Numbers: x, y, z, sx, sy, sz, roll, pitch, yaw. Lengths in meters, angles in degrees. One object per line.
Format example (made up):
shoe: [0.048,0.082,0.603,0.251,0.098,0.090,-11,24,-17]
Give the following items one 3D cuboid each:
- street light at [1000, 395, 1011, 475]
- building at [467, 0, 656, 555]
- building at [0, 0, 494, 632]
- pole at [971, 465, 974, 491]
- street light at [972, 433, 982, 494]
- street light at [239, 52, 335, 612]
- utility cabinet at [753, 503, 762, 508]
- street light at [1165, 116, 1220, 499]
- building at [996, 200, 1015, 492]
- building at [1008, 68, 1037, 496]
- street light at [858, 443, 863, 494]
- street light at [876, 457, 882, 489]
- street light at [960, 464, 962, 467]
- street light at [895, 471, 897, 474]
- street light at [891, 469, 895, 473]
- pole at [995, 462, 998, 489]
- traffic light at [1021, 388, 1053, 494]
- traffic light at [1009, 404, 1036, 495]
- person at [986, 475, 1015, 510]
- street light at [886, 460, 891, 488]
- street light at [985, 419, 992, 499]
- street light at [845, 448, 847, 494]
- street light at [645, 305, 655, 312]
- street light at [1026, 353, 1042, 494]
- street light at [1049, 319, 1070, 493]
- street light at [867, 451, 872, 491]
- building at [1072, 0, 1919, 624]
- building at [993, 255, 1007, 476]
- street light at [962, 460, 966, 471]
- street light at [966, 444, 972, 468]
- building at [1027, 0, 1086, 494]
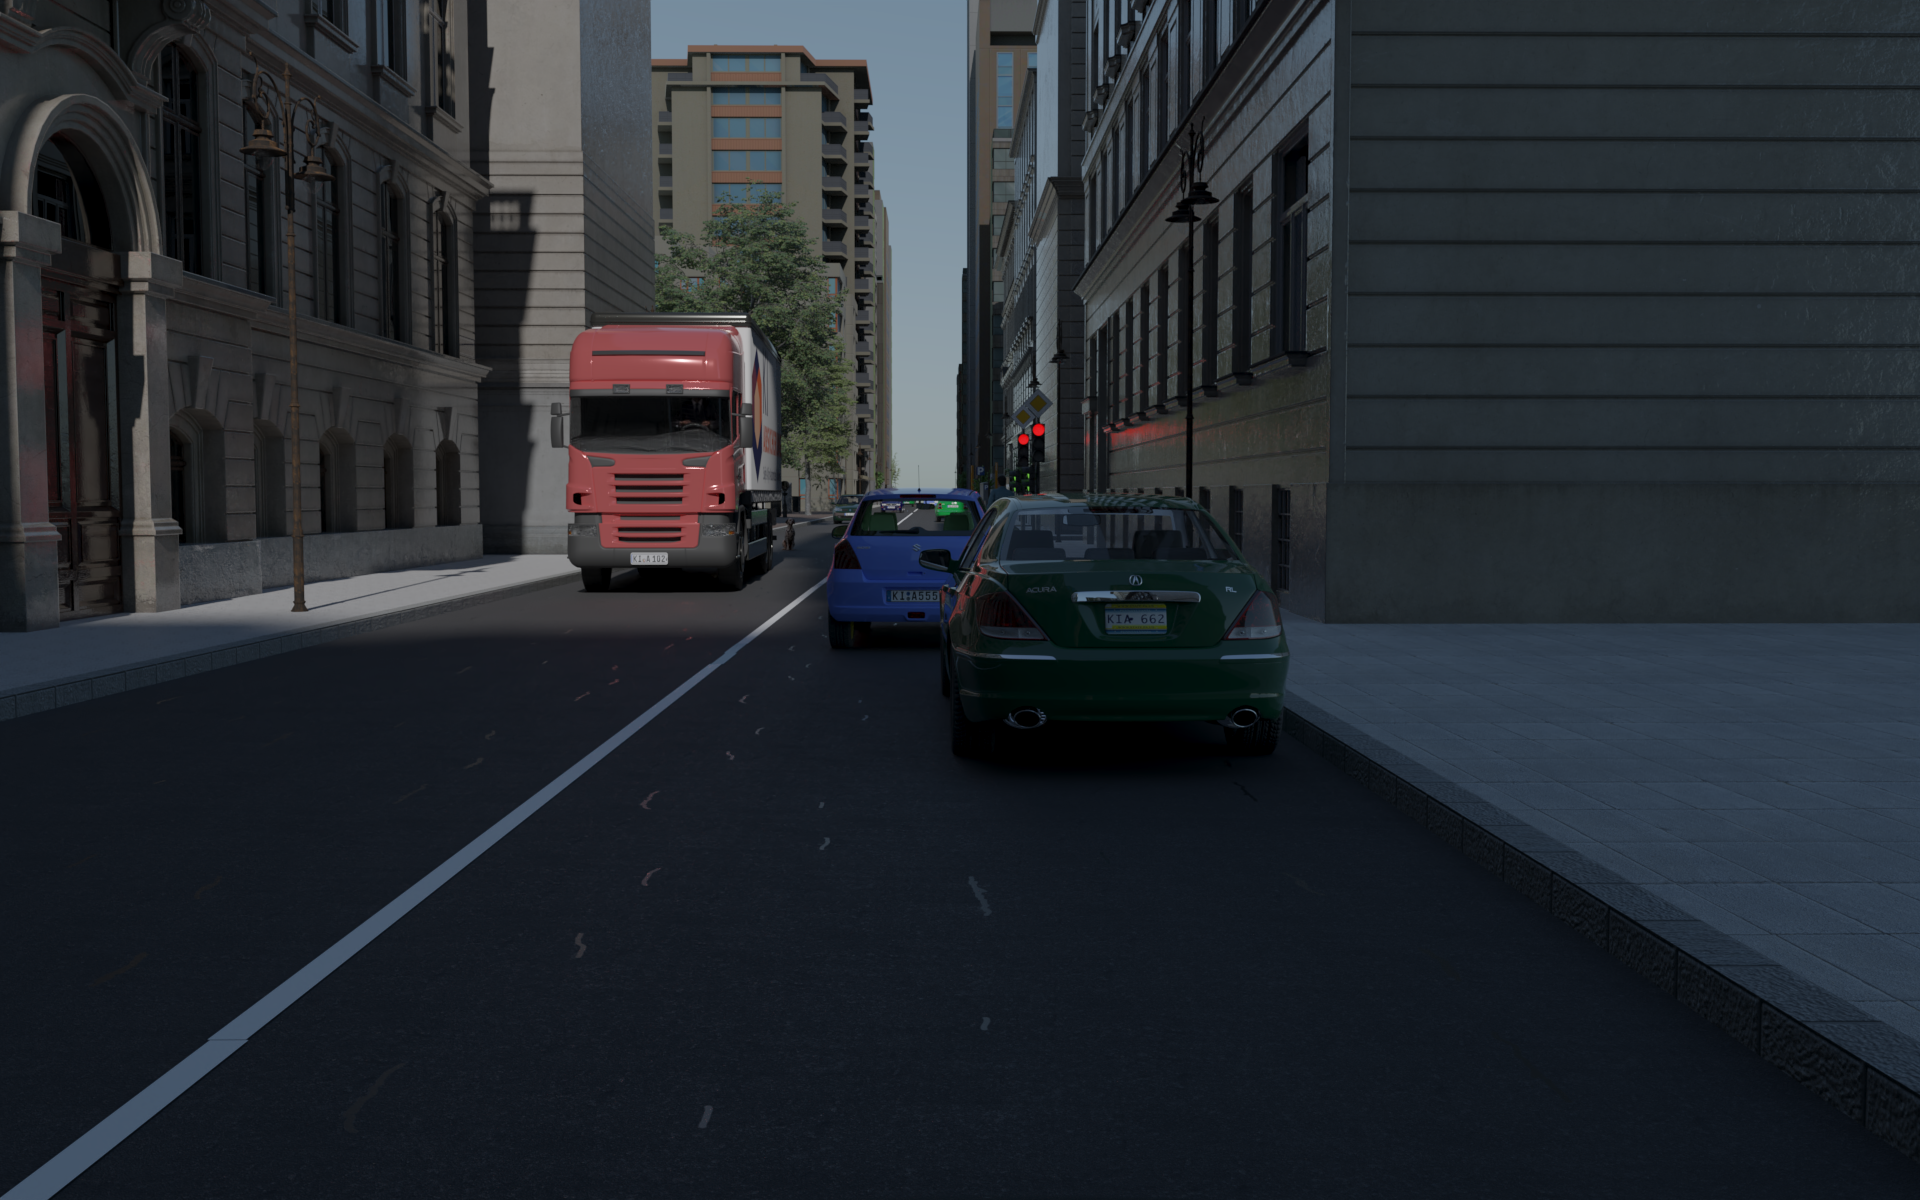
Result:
street light: [2.123,-6.590,80.541,0.468,5.910,1.993,0,4,-1]
building: [-16.785,-11.705,40.529,18.267,20.994,9.793,0,4,-1]
building: [-14.455,-12.096,16.862,14.460,24.649,34.723,0,4,-1]
pole: [0.874,-7.920,123.338,0.158,3.312,0.155,0,3,0]
street light: [1.396,-9.811,133.193,0.468,5.910,1.993,0,4,-1]
street light: [-7.211,-2.810,18.733,0.468,5.910,1.993,0,4,-1]
utility cabinet: [-8.316,-3.612,67.728,1.173,1.500,0.318,-1,4,-9]
street light: [2.886,-2.993,21.719,0.468,5.910,1.993,0,4,-1]
building: [7.621,-14.310,98.588,10.561,19.102,19.286,0,4,-1]
building: [7.484,-14.106,79.786,9.793,20.994,18.267,0,4,-1]
street light: [-8.921,-11.122,154.624,0.468,5.910,1.993,0,4,-1]
street light: [-9.832,-14.752,213.987,0.468,5.910,1.993,0,4,-1]
street light: [0.373,-14.236,205.545,0.468,5.910,1.993,0,4,-1]
street light: [-10.665,-19.114,285.308,0.468,5.910,1.993,0,4,-1]
street light: [-10.391,-17.660,261.534,0.468,5.910,1.993,0,4,-1]
pole: [2.349,-7.207,111.673,0.158,3.312,0.155,0,3,0]
traffic light: [2.062,-3.504,46.215,0.839,4.253,0.868,0,4,-1]
traffic light: [1.956,-3.993,54.200,0.839,4.253,0.868,0,4,-1]
person: [0.853,-1.670,35.821,0.660,1.820,0.620,-1,4,-22]
street light: [-10.065,-16.206,237.761,0.468,5.910,1.993,0,4,-1]
street light: [1.735,-8.068,104.706,0.468,5.910,1.993,0,4,-1]
street light: [-8.623,-9.668,130.851,0.468,5.910,1.993,0,4,-1]
street light: [-7.515,-4.264,42.506,0.468,5.910,1.993,0,4,-1]
street light: [2.417,-5.136,56.767,0.468,5.910,1.993,0,4,-1]
street light: [2.617,-4.469,45.854,0.468,5.910,1.993,0,4,-1]
street light: [-9.300,-12.586,178.560,0.468,5.910,1.993,0,4,-1]
building: [10.675,-12.075,30.714,16.112,22.955,30.059,0,4,-1]
building: [8.413,-17.279,118.675,11.583,22.565,21.152,0,4,-1]
street light: [0.729,-12.763,181.461,0.468,5.910,1.993,0,4,-1]
street light: [1.019,-11.277,157.174,0.468,5.910,1.993,0,4,-1]
building: [15.043,-16.062,59.877,25.104,27.353,12.463,0,4,-1]
